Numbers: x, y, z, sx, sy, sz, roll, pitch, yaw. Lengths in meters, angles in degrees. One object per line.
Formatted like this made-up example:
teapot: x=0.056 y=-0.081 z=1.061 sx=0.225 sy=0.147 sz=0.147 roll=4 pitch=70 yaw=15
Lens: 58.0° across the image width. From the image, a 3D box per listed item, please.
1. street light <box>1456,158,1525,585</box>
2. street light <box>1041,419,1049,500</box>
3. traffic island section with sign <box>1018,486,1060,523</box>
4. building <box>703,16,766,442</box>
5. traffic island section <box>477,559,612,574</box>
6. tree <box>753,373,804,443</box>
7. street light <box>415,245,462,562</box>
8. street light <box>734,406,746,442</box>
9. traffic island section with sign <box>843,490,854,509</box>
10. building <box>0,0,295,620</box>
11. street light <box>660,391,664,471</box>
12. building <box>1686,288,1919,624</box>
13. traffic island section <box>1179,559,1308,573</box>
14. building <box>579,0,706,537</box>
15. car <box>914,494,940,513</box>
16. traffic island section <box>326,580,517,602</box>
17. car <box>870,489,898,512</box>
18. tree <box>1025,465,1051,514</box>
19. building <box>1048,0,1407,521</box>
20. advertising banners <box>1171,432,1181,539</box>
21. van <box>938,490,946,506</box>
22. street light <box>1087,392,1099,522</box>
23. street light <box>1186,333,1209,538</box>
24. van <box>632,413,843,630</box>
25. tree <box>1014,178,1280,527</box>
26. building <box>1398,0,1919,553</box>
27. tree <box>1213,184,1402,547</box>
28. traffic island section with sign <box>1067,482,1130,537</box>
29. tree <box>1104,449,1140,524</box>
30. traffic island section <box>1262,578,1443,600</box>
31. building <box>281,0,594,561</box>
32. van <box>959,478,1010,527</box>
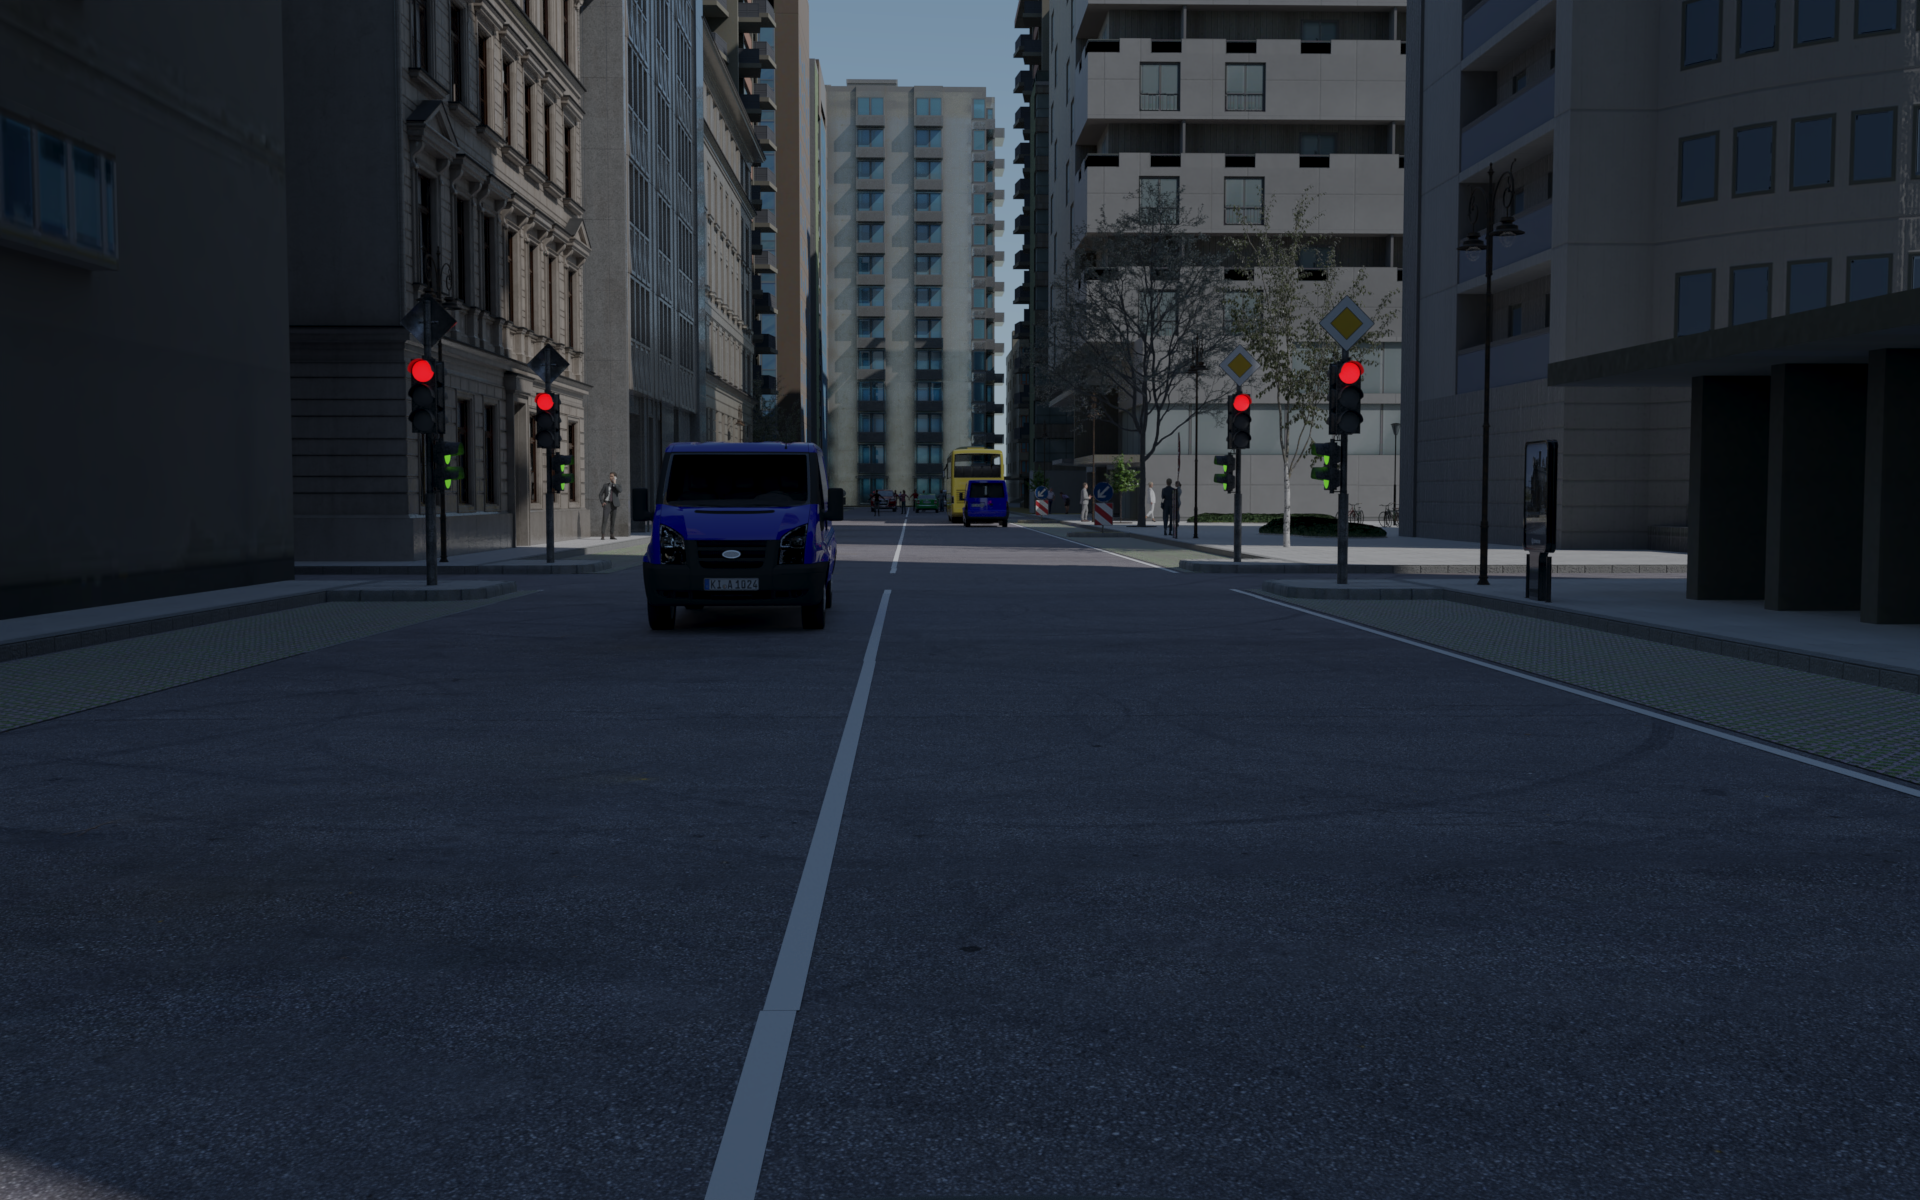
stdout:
street light: x=7.401 y=-3.152 z=24.315 sx=0.468 sy=5.910 sz=1.993 roll=0 pitch=4 yaw=-2
street light: x=5.225 y=-8.211 z=107.030 sx=0.468 sy=5.910 sz=1.993 roll=0 pitch=4 yaw=-2
traffic island section with sign: x=3.840 y=-4.656 z=84.748 sx=1.989 sy=1.847 sz=2.006 roll=0 pitch=4 yaw=-2
building: x=-18.871 y=-15.445 z=85.808 sx=16.112 sy=22.955 sz=30.059 roll=0 pitch=4 yaw=-2
traffic island section: x=-7.674 y=-0.617 z=32.373 sx=2.009 sy=0.180 sz=2.903 roll=0 pitch=4 yaw=-2
tree: x=-11.629 y=-9.463 z=105.082 sx=4.360 sy=8.622 sz=3.978 roll=0 pitch=3 yaw=0
street light: x=-9.716 y=-3.648 z=32.427 sx=0.468 sy=5.910 sz=1.993 roll=0 pitch=4 yaw=-2
street light: x=-11.262 y=-7.097 z=88.825 sx=0.468 sy=5.910 sz=1.993 roll=0 pitch=4 yaw=-2
traffic island section with sign: x=-10.909 y=-9.384 z=162.059 sx=1.989 sy=1.847 sz=2.006 roll=0 pitch=4 yaw=-2
building: x=-20.183 y=-23.846 z=13.589 sx=21.600 sy=48.544 sz=21.300 roll=0 pitch=4 yaw=-2
street light: x=-10.456 y=-5.372 z=60.627 sx=0.468 sy=5.910 sz=1.993 roll=0 pitch=4 yaw=-2
building: x=18.864 y=-21.590 z=7.615 sx=22.147 sy=44.769 sz=28.867 roll=0 pitch=4 yaw=-2
traffic island section: x=5.263 y=-0.639 z=32.723 sx=2.009 sy=0.180 sz=2.903 roll=0 pitch=4 yaw=-2
building: x=-16.202 y=-14.853 z=60.866 sx=12.078 sy=24.808 sz=19.932 roll=0 pitch=4 yaw=-2
car: x=-2.520 y=-7.573 z=132.612 sx=1.959 sy=1.807 sz=4.718 roll=0 pitch=4 yaw=-1
traffic island section: x=-7.454 y=-0.129 z=24.391 sx=2.009 sy=0.180 sz=2.903 roll=0 pitch=4 yaw=-2
car: x=-6.156 y=-8.041 z=140.149 sx=2.281 sy=1.827 sz=5.304 roll=0 pitch=4 yaw=-1
tree: x=5.032 y=-7.191 z=112.179 sx=1.663 sy=3.219 sz=1.824 roll=0 pitch=3 yaw=0
building: x=19.212 y=-30.851 z=93.653 sx=28.713 sy=52.752 sz=27.495 roll=0 pitch=4 yaw=-2
advertising banners: x=6.219 y=-3.283 z=49.857 sx=0.090 sy=3.025 sz=2.074 roll=0 pitch=4 yaw=2
van: x=-1.198 y=-10.007 z=170.633 sx=2.013 sy=2.044 sz=4.112 roll=0 pitch=4 yaw=-1
street light: x=6.044 y=-6.459 z=78.400 sx=0.468 sy=5.910 sz=1.993 roll=0 pitch=4 yaw=-2
street light: x=6.823 y=-4.720 z=49.967 sx=0.468 sy=5.910 sz=1.993 roll=0 pitch=4 yaw=-2
van: x=-2.450 y=-0.961 z=20.091 sx=2.240 sy=2.365 sz=5.245 roll=0 pitch=4 yaw=-3
tree: x=7.172 y=-9.566 z=66.774 sx=12.009 sy=13.543 sz=11.850 roll=0 pitch=3 yaw=0
building: x=27.692 y=-30.636 z=42.897 sx=28.212 sy=58.520 sz=21.231 roll=0 pitch=4 yaw=-2
tree: x=8.032 y=-5.566 z=41.362 sx=4.360 sy=8.622 sz=3.978 roll=0 pitch=3 yaw=0
traffic island section with sign: x=4.588 y=-3.004 z=57.744 sx=1.989 sy=1.847 sz=2.006 roll=0 pitch=4 yaw=-2
tree: x=7.008 y=-4.940 z=75.377 sx=1.663 sy=3.219 sz=1.824 roll=0 pitch=3 yaw=0
traffic island section: x=5.482 y=-0.150 z=24.741 sx=2.009 sy=0.180 sz=2.903 roll=0 pitch=4 yaw=-2
building: x=-15.365 y=-10.810 z=41.364 sx=10.561 sy=19.102 sz=19.286 roll=0 pitch=4 yaw=-2
van: x=1.112 y=-4.421 z=76.670 sx=2.240 sy=2.365 sz=5.245 roll=0 pitch=4 yaw=-1
